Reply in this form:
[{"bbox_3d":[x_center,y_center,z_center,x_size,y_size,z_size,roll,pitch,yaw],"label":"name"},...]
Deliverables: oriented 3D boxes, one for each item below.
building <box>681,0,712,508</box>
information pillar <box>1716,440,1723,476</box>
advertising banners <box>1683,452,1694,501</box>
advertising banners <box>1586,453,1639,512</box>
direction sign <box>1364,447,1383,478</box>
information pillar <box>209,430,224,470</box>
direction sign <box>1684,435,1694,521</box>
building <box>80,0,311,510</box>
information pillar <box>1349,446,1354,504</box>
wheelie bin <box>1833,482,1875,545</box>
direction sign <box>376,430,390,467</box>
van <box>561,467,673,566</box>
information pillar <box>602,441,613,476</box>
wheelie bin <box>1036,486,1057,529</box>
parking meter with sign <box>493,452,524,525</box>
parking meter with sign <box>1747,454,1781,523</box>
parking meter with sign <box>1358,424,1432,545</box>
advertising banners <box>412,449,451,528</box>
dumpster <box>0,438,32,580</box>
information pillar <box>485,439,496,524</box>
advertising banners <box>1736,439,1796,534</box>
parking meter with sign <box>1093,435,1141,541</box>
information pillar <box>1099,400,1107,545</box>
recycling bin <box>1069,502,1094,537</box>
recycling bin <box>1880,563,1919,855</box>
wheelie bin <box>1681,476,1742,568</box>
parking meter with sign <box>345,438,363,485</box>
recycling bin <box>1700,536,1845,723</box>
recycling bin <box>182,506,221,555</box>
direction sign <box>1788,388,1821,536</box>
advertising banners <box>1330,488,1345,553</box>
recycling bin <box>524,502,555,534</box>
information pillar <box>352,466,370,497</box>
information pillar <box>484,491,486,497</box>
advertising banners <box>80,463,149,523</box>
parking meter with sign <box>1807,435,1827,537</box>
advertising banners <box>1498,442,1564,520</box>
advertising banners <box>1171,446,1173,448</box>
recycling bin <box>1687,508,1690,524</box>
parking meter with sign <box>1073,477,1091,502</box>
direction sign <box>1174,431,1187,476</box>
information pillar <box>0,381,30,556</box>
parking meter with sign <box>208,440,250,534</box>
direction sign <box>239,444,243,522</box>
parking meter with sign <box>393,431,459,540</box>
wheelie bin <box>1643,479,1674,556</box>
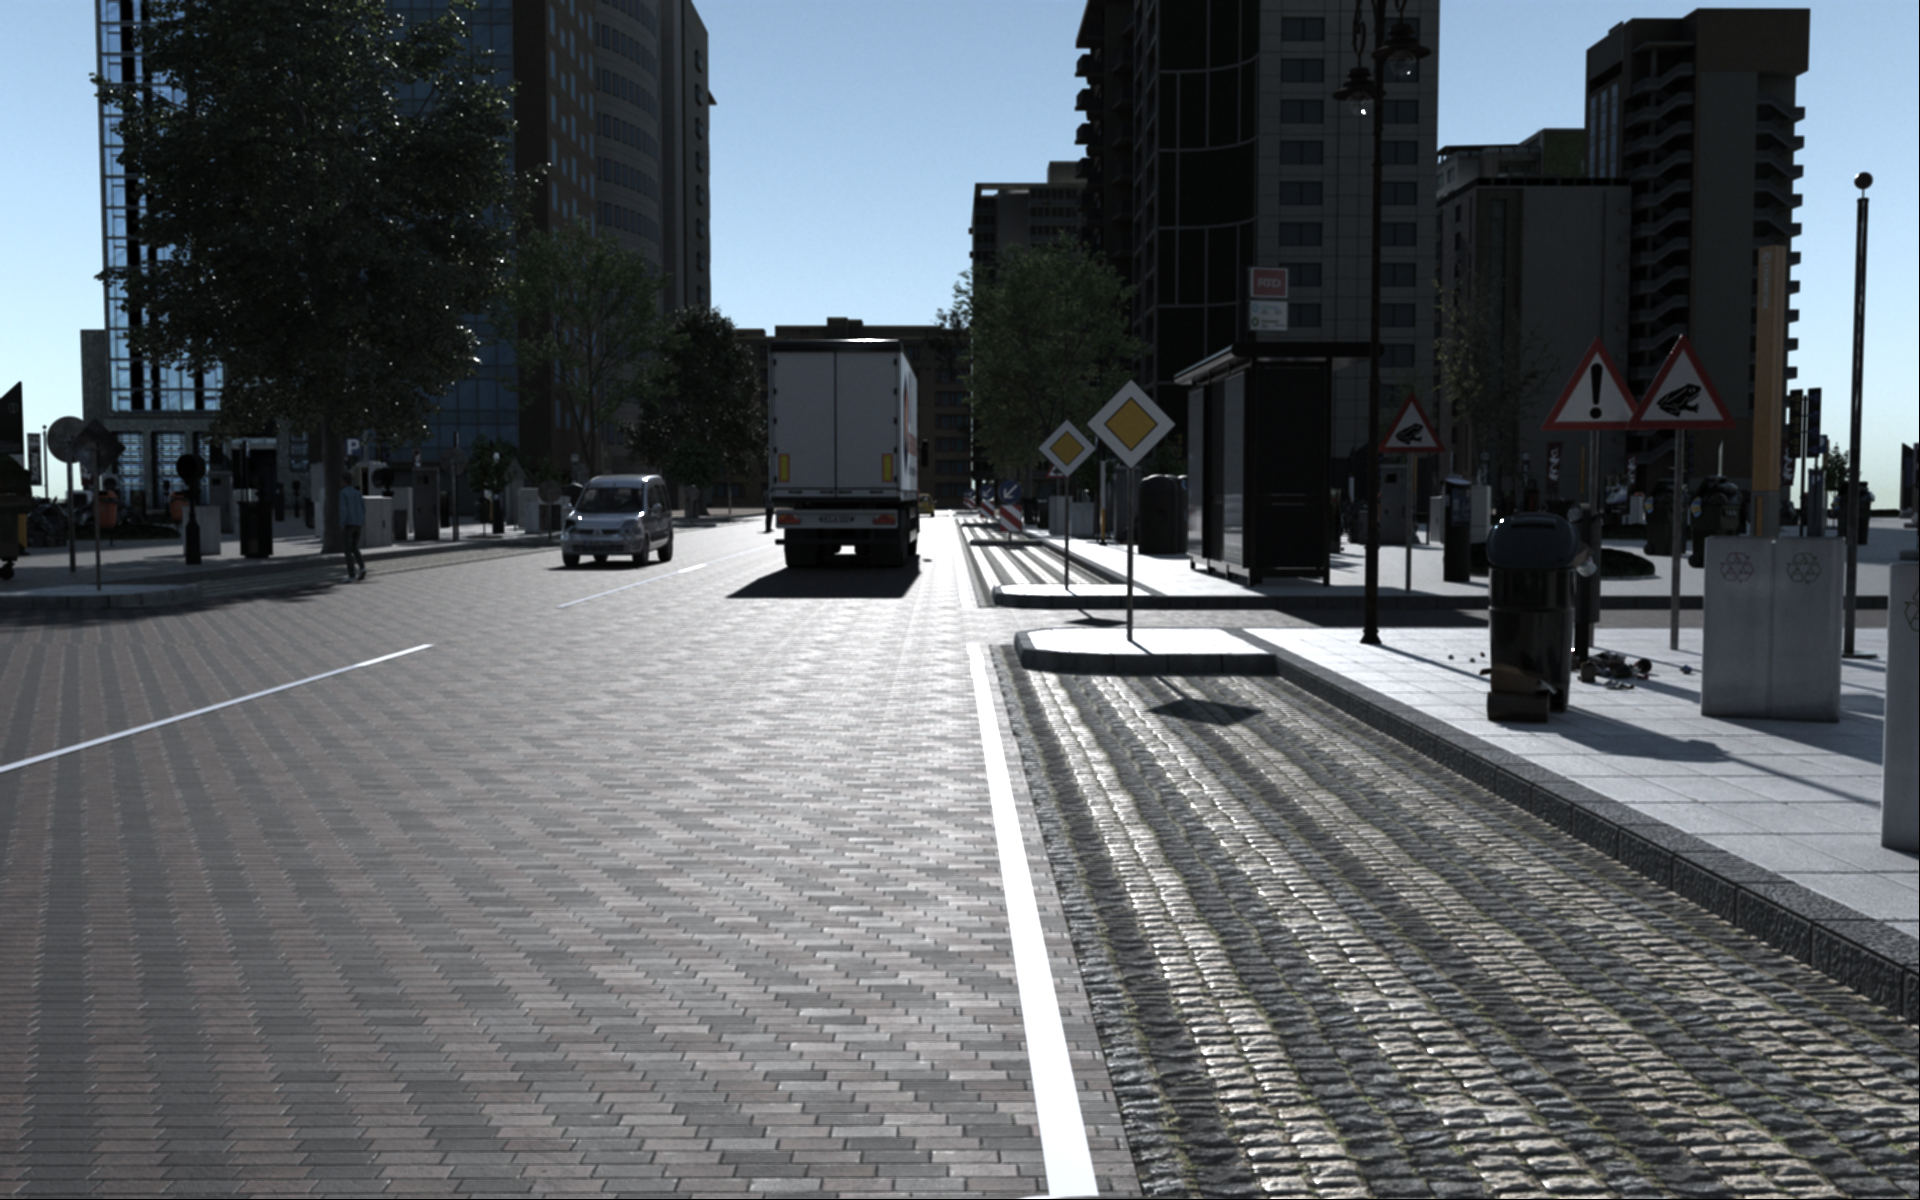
[{"bbox_3d":[-34.358,-32.499,155.062,21.600,48.544,21.300,0,4,0],"label":"building"},{"bbox_3d":[32.678,-5.090,74.579,0.183,3.616,0.504,3,5,40],"label":"information pillar"},{"bbox_3d":[30.186,-4.633,71.930,0.090,3.025,2.074,1,4,9],"label":"advertising banners"},{"bbox_3d":[27.623,-4.719,73.351,2.074,3.025,0.090,1,4,15],"label":"advertising banners"},{"bbox_3d":[19.783,-5.556,82.842,0.876,3.537,0.379,2,4,27],"label":"direction sign"},{"bbox_3d":[-26.808,-4.352,62.518,0.504,3.616,0.183,0,4,3],"label":"information pillar"},{"bbox_3d":[28.172,-4.589,67.019,0.379,3.537,0.876,0,4,3],"label":"direction sign"},{"bbox_3d":[-60.685,-51.347,152.187,31.000,86.520,22.319,0,4,0],"label":"building"},{"bbox_3d":[19.309,-5.753,85.419,0.183,3.616,0.504,0,4,-6],"label":"information pillar"},{"bbox_3d":[22.735,-2.207,43.999,0.980,1.594,0.693,0,4,4],"label":"wheelie bin"},{"bbox_3d":[-19.855,-4.130,59.515,0.379,3.537,0.876,-3,4,-37],"label":"direction sign"},{"bbox_3d":[-7.059,-1.765,35.863,2.013,2.044,4.112,0,4,1],"label":"van"},{"bbox_3d":[-15.687,-5.238,76.999,0.504,3.616,0.183,-3,5,-40],"label":"information pillar"},{"bbox_3d":[3.261,-3.443,64.197,0.693,1.594,0.980,-3,5,-42],"label":"wheelie bin"},{"bbox_3d":[-18.712,-4.686,72.872,1.738,3.016,0.543,-3,5,-44],"label":"parking meter with sign"},{"bbox_3d":[35.154,-4.869,75.875,0.543,3.016,1.738,-1,4,-8],"label":"parking meter with sign"},{"bbox_3d":[10.938,-2.893,43.569,1.738,3.016,0.543,1,4,21],"label":"parking meter with sign"},{"bbox_3d":[-20.330,-4.305,66.578,2.074,3.025,0.090,2,4,32],"label":"advertising banners"},{"bbox_3d":[-14.653,-1.378,25.030,1.502,2.255,1.985,0,4,0],"label":"dumpster"},{"bbox_3d":[-20.008,-5.066,74.187,0.183,3.616,0.504,0,4,6],"label":"information pillar"},{"bbox_3d":[25.752,-3.628,55.512,2.074,3.025,0.090,3,5,43],"label":"advertising banners"},{"bbox_3d":[4.556,-3.103,46.997,1.738,3.016,0.543,0,4,-6],"label":"parking meter with sign"},{"bbox_3d":[3.580,-3.182,43.378,0.183,3.616,0.504,0,4,0],"label":"information pillar"},{"bbox_3d":[3.659,-2.443,52.502,0.722,1.027,0.722,-1,4,-8],"label":"recycling bin"},{"bbox_3d":[3.818,0.392,6.140,0.722,1.027,0.722,-2,4,-28],"label":"recycling bin"},{"bbox_3d":[13.206,-1.367,30.259,0.980,1.594,0.693,-2,4,-35],"label":"wheelie bin"},{"bbox_3d":[-18.899,-3.487,53.278,0.543,3.016,1.738,0,4,0],"label":"parking meter with sign"},{"bbox_3d":[4.759,0.148,10.133,0.722,1.027,0.722,2,4,27],"label":"recycling bin"},{"bbox_3d":[-16.083,-1.479,36.730,0.722,1.027,0.722,-2,4,-24],"label":"recycling bin"},{"bbox_3d":[18.197,-2.776,37.378,0.379,3.537,0.876,-1,4,-16],"label":"direction sign"},{"bbox_3d":[7.533,-2.501,37.087,2.074,3.025,0.090,-3,4,-38],"label":"advertising banners"},{"bbox_3d":[-13.743,-2.697,56.647,0.722,1.027,0.722,3,5,39],"label":"recycling bin"},{"bbox_3d":[-15.631,-2.491,45.221,0.304,2.012,0.304,2,4,25],"label":"information pillar"},{"bbox_3d":[-21.944,-5.449,80.443,0.183,3.616,0.504,2,4,27],"label":"information pillar"},{"bbox_3d":[-27.236,-3.639,55.681,2.074,3.025,0.090,-2,4,-32],"label":"advertising banners"},{"bbox_3d":[25.663,-3.399,51.834,0.543,3.016,1.738,2,4,30],"label":"parking meter with sign"},{"bbox_3d":[19.282,-3.813,58.527,2.074,3.025,0.090,2,4,27],"label":"advertising banners"},{"bbox_3d":[7.276,-4.099,63.205,2.074,3.025,0.090,-2,4,-34],"label":"advertising banners"},{"bbox_3d":[22.453,-2.427,52.240,0.722,1.027,0.722,0,4,-6],"label":"recycling bin"},{"bbox_3d":[4.602,-3.736,57.341,1.738,3.016,0.543,0,4,0],"label":"parking meter with sign"},{"bbox_3d":[8.116,-4.302,62.341,0.876,3.537,0.379,0,4,-2],"label":"direction sign"},{"bbox_3d":[-19.736,-2.736,36.092,0.504,3.616,0.183,0,4,1],"label":"information pillar"},{"bbox_3d":[-24.028,-3.671,56.288,1.738,3.016,0.543,-1,4,-9],"label":"parking meter with sign"},{"bbox_3d":[-32.465,-5.278,78.293,0.379,3.537,0.876,-2,4,-28],"label":"direction sign"},{"bbox_3d":[-14.883,-3.181,48.270,1.738,3.016,0.543,-1,4,-12],"label":"parking meter with sign"},{"bbox_3d":[14.832,-1.738,36.329,0.980,1.594,0.693,-2,4,-29],"label":"wheelie bin"}]
